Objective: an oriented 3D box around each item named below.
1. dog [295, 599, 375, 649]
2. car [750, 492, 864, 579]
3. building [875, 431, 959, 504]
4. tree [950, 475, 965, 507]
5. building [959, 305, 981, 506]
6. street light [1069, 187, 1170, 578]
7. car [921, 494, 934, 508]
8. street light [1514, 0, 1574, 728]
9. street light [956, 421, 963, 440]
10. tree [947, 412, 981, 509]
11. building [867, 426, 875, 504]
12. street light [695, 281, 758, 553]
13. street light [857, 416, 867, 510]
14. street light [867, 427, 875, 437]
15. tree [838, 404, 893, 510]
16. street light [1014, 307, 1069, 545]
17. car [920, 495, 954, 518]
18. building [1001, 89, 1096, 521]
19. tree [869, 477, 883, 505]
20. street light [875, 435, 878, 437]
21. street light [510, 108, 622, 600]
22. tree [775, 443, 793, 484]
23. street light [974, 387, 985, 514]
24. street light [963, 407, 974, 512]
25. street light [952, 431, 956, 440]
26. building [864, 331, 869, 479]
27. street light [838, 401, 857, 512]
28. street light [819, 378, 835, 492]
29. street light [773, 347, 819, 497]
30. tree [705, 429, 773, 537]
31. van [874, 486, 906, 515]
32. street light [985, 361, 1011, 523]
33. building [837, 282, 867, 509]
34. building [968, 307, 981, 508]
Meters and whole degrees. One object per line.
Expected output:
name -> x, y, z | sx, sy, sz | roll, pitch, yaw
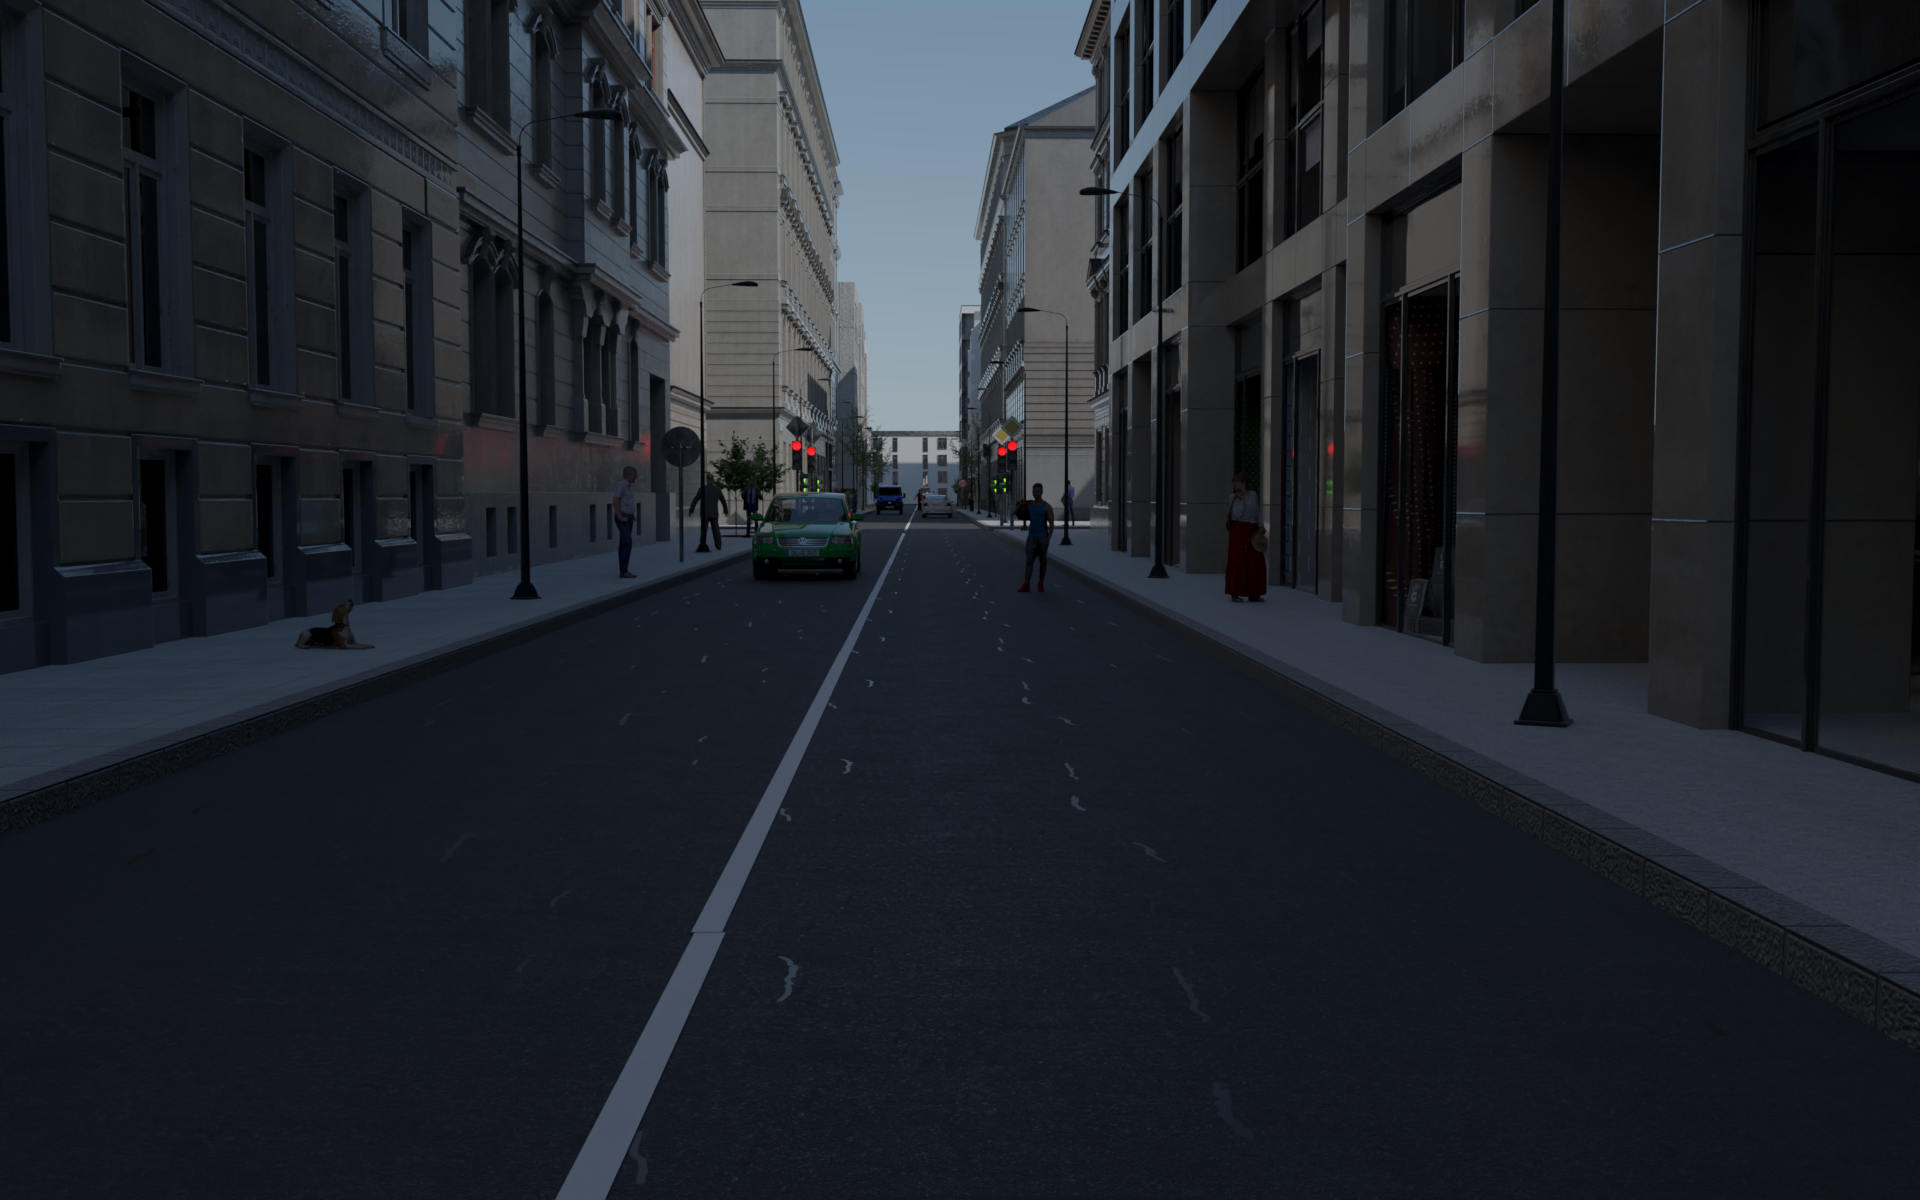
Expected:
dog -> -5.244, 0.200, 14.467 | 0.550, 0.427, 0.748 | -2, 4, -33
car -> -2.663, -1.331, 30.555 | 1.959, 1.807, 4.718 | 0, 4, -2
building -> 0.270, -17.866, 234.252 | 28.070, 9.664, 9.099 | 0, 4, -1
tree -> -0.188, -11.256, 178.629 | 1.663, 3.219, 1.824 | 0, 3, 0
building -> 13.764, -22.012, 203.867 | 27.936, 21.610, 32.646 | 0, 4, -1
street light -> 2.503, -3.292, 26.367 | 1.470, 5.913, 1.316 | 0, 4, -1
car -> -3.167, -9.975, 172.127 | 2.155, 1.783, 4.494 | 0, 4, 0
street light -> 2.722, -2.260, 9.499 | 1.470, 5.913, 1.316 | 0, 4, -1
street light -> 0.653, -8.390, 109.714 | 1.470, 5.913, 1.316 | 0, 4, -1
tree -> 1.335, -12.161, 149.197 | 4.737, 8.622, 4.395 | 0, 3, 0
building -> -25.035, -16.707, 215.304 | 28.070, 9.664, 9.099 | 0, 4, -1
street light -> -5.098, -3.996, 37.880 | 1.470, 5.913, 1.316 | 0, 4, -1
street light -> -6.453, -7.984, 103.075 | 1.470, 5.913, 1.316 | 0, 4, -1
street light -> -6.844, -9.047, 120.451 | 1.470, 5.913, 1.316 | 0, 4, -1
tree -> -8.120, -11.721, 141.997 | 4.737, 8.622, 4.395 | 0, 3, 0
street light -> 2.119, -4.324, 43.232 | 1.470, 5.913, 1.316 | 0, 4, -1
car -> -1.389, -5.698, 105.523 | 2.083, 1.381, 4.827 | 0, 4, -1
building -> 7.450, -14.778, 90.768 | 9.793, 20.994, 18.267 | 0, 4, -1
tree -> -9.423, -12.298, 195.672 | 1.663, 3.219, 1.824 | 0, 3, 0
street light -> -7.157, -10.078, 137.317 | 1.470, 5.913, 1.316 | 0, 4, -1
street light -> -4.771, -2.965, 21.014 | 1.470, 5.913, 1.316 | 0, 4, -1
tree -> -6.559, -3.809, 56.872 | 1.663, 3.219, 1.824 | 0, 3, 0
street light -> 1.456, -6.301, 75.569 | 1.470, 5.913, 1.316 | 0, 4, -1
street light -> 1.048, -7.358, 92.850 | 1.470, 5.913, 1.316 | 0, 4, -1
street light -> 0.309, -9.458, 127.172 | 1.470, 5.913, 1.316 | 0, 4, -1
building -> -18.624, -20.591, 193.075 | 16.016, 20.091, 11.380 | 0, 4, -1
street light -> -6.034, -6.952, 86.212 | 1.470, 5.913, 1.316 | 0, 4, -1
street light -> -5.818, -5.921, 69.344 | 1.470, 5.913, 1.316 | 0, 4, -1
street light -> -5.358, -5.041, 54.961 | 1.470, 5.913, 1.316 | 0, 4, -1
tree -> -6.729, -3.509, 51.979 | 1.663, 3.219, 1.824 | 0, 3, 0
van -> -4.996, -7.263, 123.137 | 2.240, 2.365, 5.245 | 0, 4, -2
street light -> 1.725, -5.374, 60.401 | 1.470, 5.913, 1.316 | 0, 4, -1
building -> -17.498, -17.961, 160.127 | 16.747, 18.905, 31.486 | 0, 4, -1
building -> 8.887, -19.903, 181.834 | 16.016, 20.091, 11.380 | 0, 4, -1
